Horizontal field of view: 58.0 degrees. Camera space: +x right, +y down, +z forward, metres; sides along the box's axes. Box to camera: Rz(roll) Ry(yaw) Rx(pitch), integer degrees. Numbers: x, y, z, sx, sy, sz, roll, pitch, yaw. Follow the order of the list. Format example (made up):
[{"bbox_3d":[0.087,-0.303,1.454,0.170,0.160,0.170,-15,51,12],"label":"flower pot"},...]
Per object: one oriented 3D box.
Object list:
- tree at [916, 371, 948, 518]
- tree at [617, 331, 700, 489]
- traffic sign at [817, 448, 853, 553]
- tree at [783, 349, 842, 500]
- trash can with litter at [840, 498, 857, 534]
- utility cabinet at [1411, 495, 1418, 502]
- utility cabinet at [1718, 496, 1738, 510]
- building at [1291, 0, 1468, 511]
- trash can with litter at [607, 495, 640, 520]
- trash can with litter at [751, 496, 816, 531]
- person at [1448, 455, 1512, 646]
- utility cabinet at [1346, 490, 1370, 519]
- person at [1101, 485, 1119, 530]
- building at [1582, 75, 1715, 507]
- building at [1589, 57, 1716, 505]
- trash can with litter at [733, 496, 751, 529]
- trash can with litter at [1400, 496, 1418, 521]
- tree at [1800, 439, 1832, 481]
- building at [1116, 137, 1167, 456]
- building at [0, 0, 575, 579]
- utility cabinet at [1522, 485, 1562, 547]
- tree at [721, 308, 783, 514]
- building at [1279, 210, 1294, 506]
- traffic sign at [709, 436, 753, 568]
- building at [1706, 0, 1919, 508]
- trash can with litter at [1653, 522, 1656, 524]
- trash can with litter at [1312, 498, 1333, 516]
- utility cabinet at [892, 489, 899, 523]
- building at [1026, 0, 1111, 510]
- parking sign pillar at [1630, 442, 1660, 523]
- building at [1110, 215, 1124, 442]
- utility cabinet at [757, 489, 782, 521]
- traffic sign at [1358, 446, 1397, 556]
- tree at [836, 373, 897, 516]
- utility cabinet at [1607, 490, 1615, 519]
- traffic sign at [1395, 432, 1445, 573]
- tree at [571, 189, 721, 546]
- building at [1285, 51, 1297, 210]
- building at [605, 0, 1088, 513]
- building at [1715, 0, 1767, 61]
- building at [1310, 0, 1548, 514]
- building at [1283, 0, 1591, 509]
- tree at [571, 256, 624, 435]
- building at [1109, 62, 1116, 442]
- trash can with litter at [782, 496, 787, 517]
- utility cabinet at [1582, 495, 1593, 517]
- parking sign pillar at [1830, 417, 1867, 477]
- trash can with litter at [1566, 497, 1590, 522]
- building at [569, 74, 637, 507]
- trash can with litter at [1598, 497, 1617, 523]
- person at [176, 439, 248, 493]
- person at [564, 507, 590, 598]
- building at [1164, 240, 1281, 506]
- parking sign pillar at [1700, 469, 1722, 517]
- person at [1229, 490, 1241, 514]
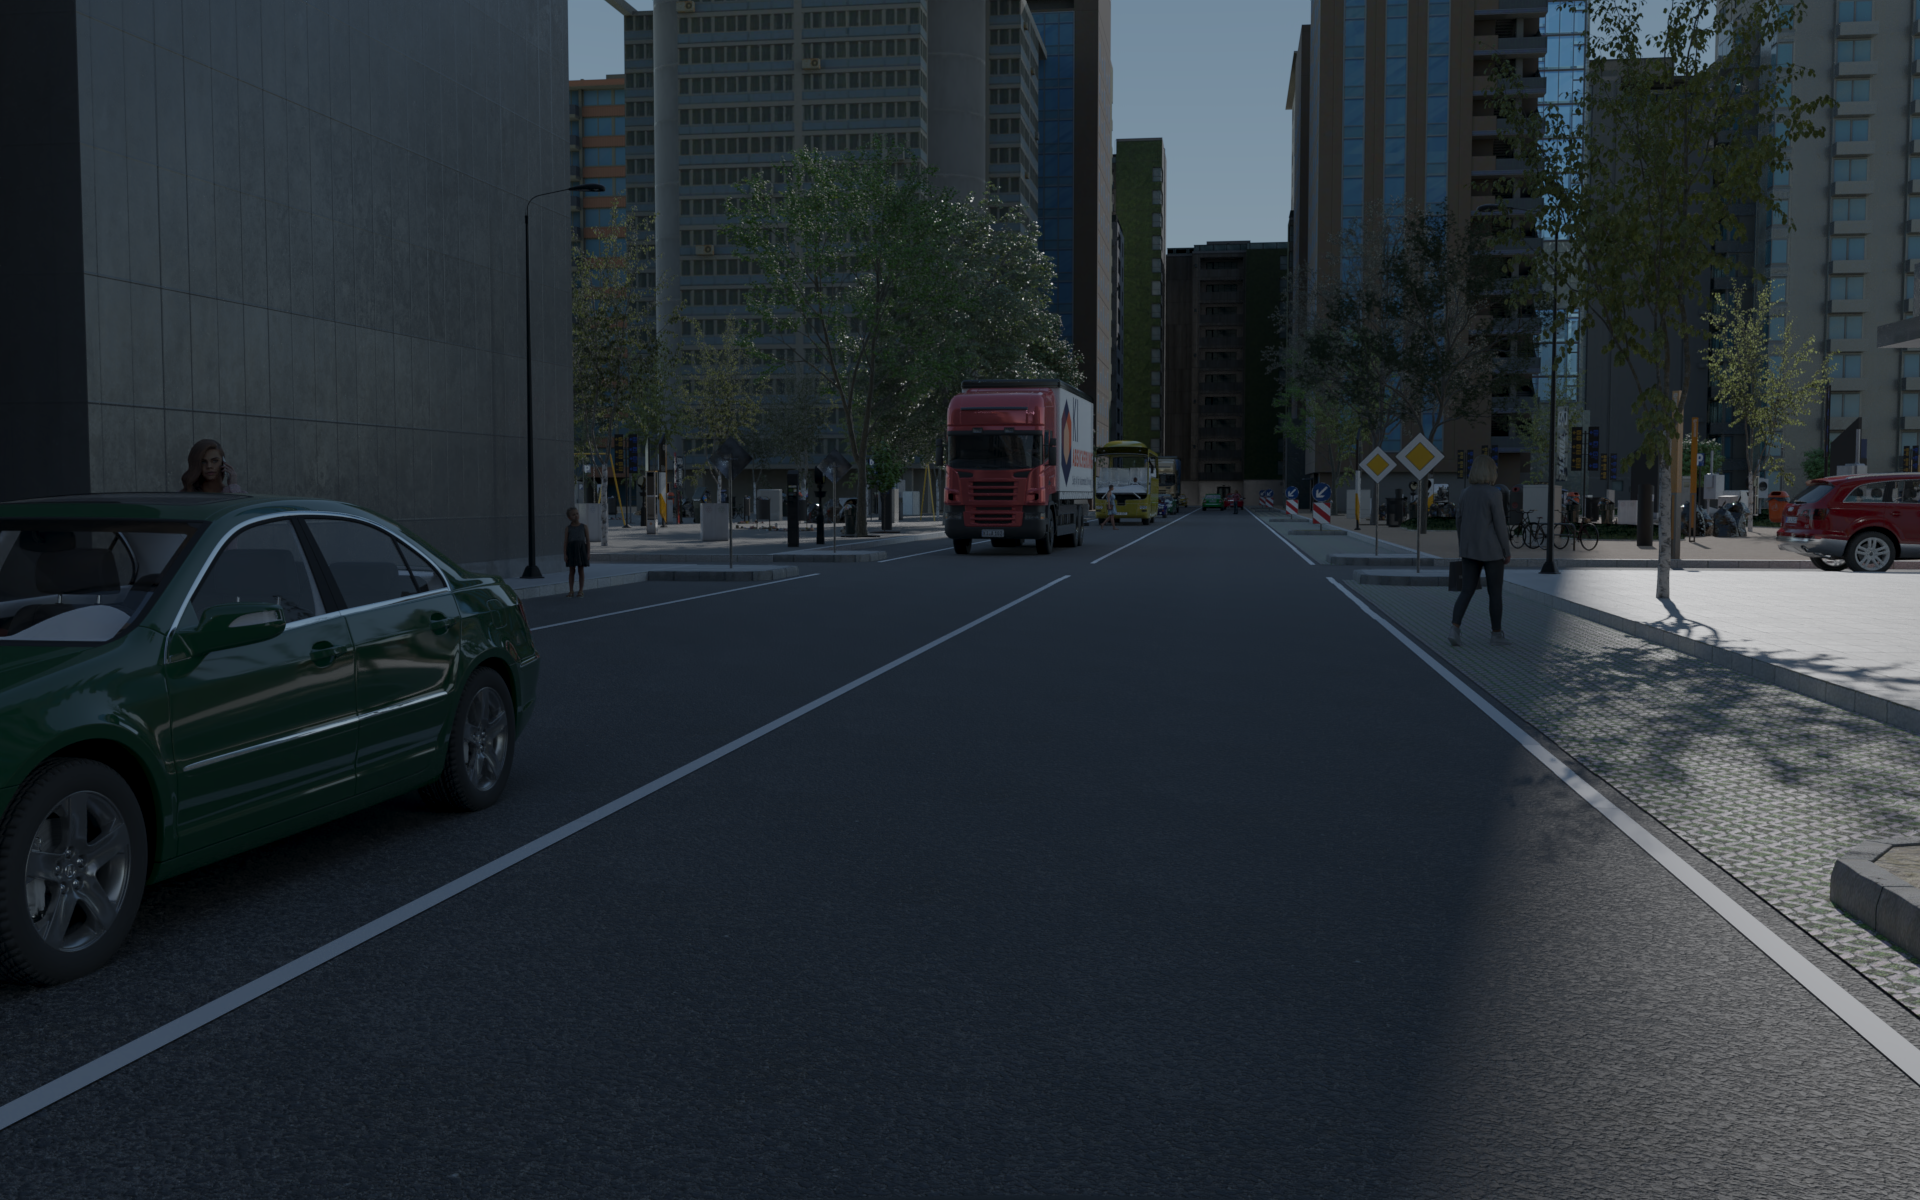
[{"bbox_3d":[-1.077,-8.702,92.641,4.360,8.622,3.978,0,3,0],"label":"tree"},{"bbox_3d":[-13.960,-7.846,78.651,4.737,8.622,4.395,0,3,0],"label":"tree"},{"bbox_3d":[-2.735,-2.088,37.783,0.795,2.450,0.064,1,4,9],"label":"traffic sign"},{"bbox_3d":[-8.091,-8.371,87.226,4.360,8.622,3.978,0,3,0],"label":"tree"},{"bbox_3d":[-3.542,-2.667,54.988,0.624,1.170,1.055,-2,4,-25],"label":"trash can with litter"},{"bbox_3d":[26.549,-5.512,101.287,0.306,1.237,1.020,0,4,8],"label":"utility cabinet"},{"bbox_3d":[28.282,-3.221,63.825,0.306,1.237,1.020,0,4,-1],"label":"utility cabinet"},{"bbox_3d":[38.539,-31.338,162.489,14.600,45.320,14.200,1,4,9],"label":"building"},{"bbox_3d":[-17.237,-4.653,87.128,2.233,1.210,1.678,1,4,14],"label":"trash can with litter"},{"bbox_3d":[-5.975,-3.023,60.481,2.233,1.210,1.678,0,4,2],"label":"trash can with litter"},{"bbox_3d":[4.850,-0.468,16.334,0.728,1.800,0.709,-2,4,-31],"label":"person"},{"bbox_3d":[20.589,-4.944,89.518,1.173,1.500,0.318,1,4,9],"label":"utility cabinet"},{"bbox_3d":[5.986,-3.713,69.309,0.778,1.811,0.616,1,4,23],"label":"person"},{"bbox_3d":[65.621,-29.908,172.596,14.086,41.232,14.154,1,4,9],"label":"building"},{"bbox_3d":[76.123,-35.025,196.367,21.600,48.544,21.300,1,4,9],"label":"building"},{"bbox_3d":[-7.590,-3.236,63.967,2.233,1.210,1.678,1,4,16],"label":"trash can with litter"},{"bbox_3d":[18.670,-3.708,72.008,1.055,1.170,0.624,1,4,13],"label":"trash can with litter"},{"bbox_3d":[51.813,-7.304,103.128,4.285,4.588,4.351,0,3,0],"label":"tree"},{"bbox_3d":[16.900,-31.742,202.577,14.086,41.232,14.154,1,4,9],"label":"building"},{"bbox_3d":[-22.016,-12.606,25.176,30.058,24.678,14.314,1,4,9],"label":"building"},{"bbox_3d":[14.125,-2.039,42.020,0.318,1.500,1.173,-1,4,-15],"label":"utility cabinet"},{"bbox_3d":[-9.650,-7.285,69.466,4.360,8.622,3.978,0,3,0],"label":"tree"},{"bbox_3d":[40.396,-24.786,176.951,14.160,30.474,14.107,1,4,9],"label":"building"},{"bbox_3d":[-3.957,-1.605,29.891,0.795,2.450,0.064,1,4,9],"label":"traffic sign"},{"bbox_3d":[87.629,-33.319,164.366,30.456,49.044,23.786,1,4,9],"label":"building"},{"bbox_3d":[26.770,-3.414,66.874,1.678,1.210,2.233,2,4,34],"label":"trash can with litter"},{"bbox_3d":[20.262,-5.226,96.831,1.055,1.170,0.624,0,4,-7],"label":"trash can with litter"},{"bbox_3d":[-2.968,-4.171,76.876,0.318,1.500,1.173,0,4,7],"label":"utility cabinet"},{"bbox_3d":[5.013,-30.172,143.422,14.600,45.320,14.200,1,4,9],"label":"building"},{"bbox_3d":[30.514,-5.412,76.952,1.447,3.967,1.447,-3,4,-38],"label":"parking sign pillar"},{"bbox_3d":[9.993,-25.078,181.719,14.107,30.474,14.160,1,4,9],"label":"building"},{"bbox_3d":[-9.015,-4.484,81.999,1.173,1.500,0.318,1,4,20],"label":"utility cabinet"},{"bbox_3d":[8.671,-1.979,36.003,0.795,2.450,0.064,1,4,9],"label":"traffic sign"},{"bbox_3d":[-5.306,-9.137,99.754,4.737,8.622,4.395,0,3,0],"label":"tree"},{"bbox_3d":[33.047,-4.849,87.963,0.318,1.500,1.173,1,4,16],"label":"utility cabinet"},{"bbox_3d":[7.449,-1.497,28.111,0.795,2.450,0.064,1,4,9],"label":"traffic sign"},{"bbox_3d":[-8.733,-5.651,42.759,4.360,8.622,3.978,0,3,0],"label":"tree"},{"bbox_3d":[52.432,-37.579,203.650,27.495,52.752,28.713,1,4,9],"label":"building"},{"bbox_3d":[-7.193,-26.562,126.173,32.217,40.220,23.993,1,4,9],"label":"building"},{"bbox_3d":[96.974,-46.126,192.414,20.611,71.187,20.563,1,4,9],"label":"building"},{"bbox_3d":[30.920,-28.562,117.104,14.600,45.320,14.200,1,4,9],"label":"building"},{"bbox_3d":[38.112,-50.508,138.472,22.319,86.520,31.000,1,4,9],"label":"building"},{"bbox_3d":[-14.483,-7.483,56.756,7.601,10.594,8.767,0,4,6],"label":"tree"},{"bbox_3d":[6.347,-28.993,157.625,14.154,41.232,14.086,1,4,9],"label":"building"},{"bbox_3d":[-9.619,-5.279,97.698,1.055,1.170,0.624,1,4,11],"label":"trash can with litter"},{"bbox_3d":[35.803,-5.365,98.878,0.306,1.237,1.020,2,4,35],"label":"utility cabinet"},{"bbox_3d":[31.412,-4.452,61.269,1.447,3.967,1.447,-1,4,-15],"label":"parking sign pillar"},{"bbox_3d":[25.426,-3.652,71.104,1.055,1.170,0.624,2,4,26],"label":"trash can with litter"},{"bbox_3d":[-32.364,-32.331,183.234,28.867,44.769,22.147,1,4,9],"label":"building"},{"bbox_3d":[27.572,-3.783,73.236,1.055,1.170,0.624,0,4,-5],"label":"trash can with litter"},{"bbox_3d":[-4.448,-0.066,10.162,0.593,1.750,0.643,-1,4,-14],"label":"person"},{"bbox_3d":[-5.309,-0.663,24.010,0.362,1.253,0.373,0,4,-5],"label":"person"},{"bbox_3d":[30.786,-26.224,200.468,14.107,30.474,14.160,1,4,9],"label":"building"},{"bbox_3d":[41.340,-6.541,95.415,1.447,3.967,1.447,-2,4,-26],"label":"parking sign pillar"},{"bbox_3d":[19.674,-7.016,123.927,0.721,1.743,1.217,-2,4,-32],"label":"person"}]
